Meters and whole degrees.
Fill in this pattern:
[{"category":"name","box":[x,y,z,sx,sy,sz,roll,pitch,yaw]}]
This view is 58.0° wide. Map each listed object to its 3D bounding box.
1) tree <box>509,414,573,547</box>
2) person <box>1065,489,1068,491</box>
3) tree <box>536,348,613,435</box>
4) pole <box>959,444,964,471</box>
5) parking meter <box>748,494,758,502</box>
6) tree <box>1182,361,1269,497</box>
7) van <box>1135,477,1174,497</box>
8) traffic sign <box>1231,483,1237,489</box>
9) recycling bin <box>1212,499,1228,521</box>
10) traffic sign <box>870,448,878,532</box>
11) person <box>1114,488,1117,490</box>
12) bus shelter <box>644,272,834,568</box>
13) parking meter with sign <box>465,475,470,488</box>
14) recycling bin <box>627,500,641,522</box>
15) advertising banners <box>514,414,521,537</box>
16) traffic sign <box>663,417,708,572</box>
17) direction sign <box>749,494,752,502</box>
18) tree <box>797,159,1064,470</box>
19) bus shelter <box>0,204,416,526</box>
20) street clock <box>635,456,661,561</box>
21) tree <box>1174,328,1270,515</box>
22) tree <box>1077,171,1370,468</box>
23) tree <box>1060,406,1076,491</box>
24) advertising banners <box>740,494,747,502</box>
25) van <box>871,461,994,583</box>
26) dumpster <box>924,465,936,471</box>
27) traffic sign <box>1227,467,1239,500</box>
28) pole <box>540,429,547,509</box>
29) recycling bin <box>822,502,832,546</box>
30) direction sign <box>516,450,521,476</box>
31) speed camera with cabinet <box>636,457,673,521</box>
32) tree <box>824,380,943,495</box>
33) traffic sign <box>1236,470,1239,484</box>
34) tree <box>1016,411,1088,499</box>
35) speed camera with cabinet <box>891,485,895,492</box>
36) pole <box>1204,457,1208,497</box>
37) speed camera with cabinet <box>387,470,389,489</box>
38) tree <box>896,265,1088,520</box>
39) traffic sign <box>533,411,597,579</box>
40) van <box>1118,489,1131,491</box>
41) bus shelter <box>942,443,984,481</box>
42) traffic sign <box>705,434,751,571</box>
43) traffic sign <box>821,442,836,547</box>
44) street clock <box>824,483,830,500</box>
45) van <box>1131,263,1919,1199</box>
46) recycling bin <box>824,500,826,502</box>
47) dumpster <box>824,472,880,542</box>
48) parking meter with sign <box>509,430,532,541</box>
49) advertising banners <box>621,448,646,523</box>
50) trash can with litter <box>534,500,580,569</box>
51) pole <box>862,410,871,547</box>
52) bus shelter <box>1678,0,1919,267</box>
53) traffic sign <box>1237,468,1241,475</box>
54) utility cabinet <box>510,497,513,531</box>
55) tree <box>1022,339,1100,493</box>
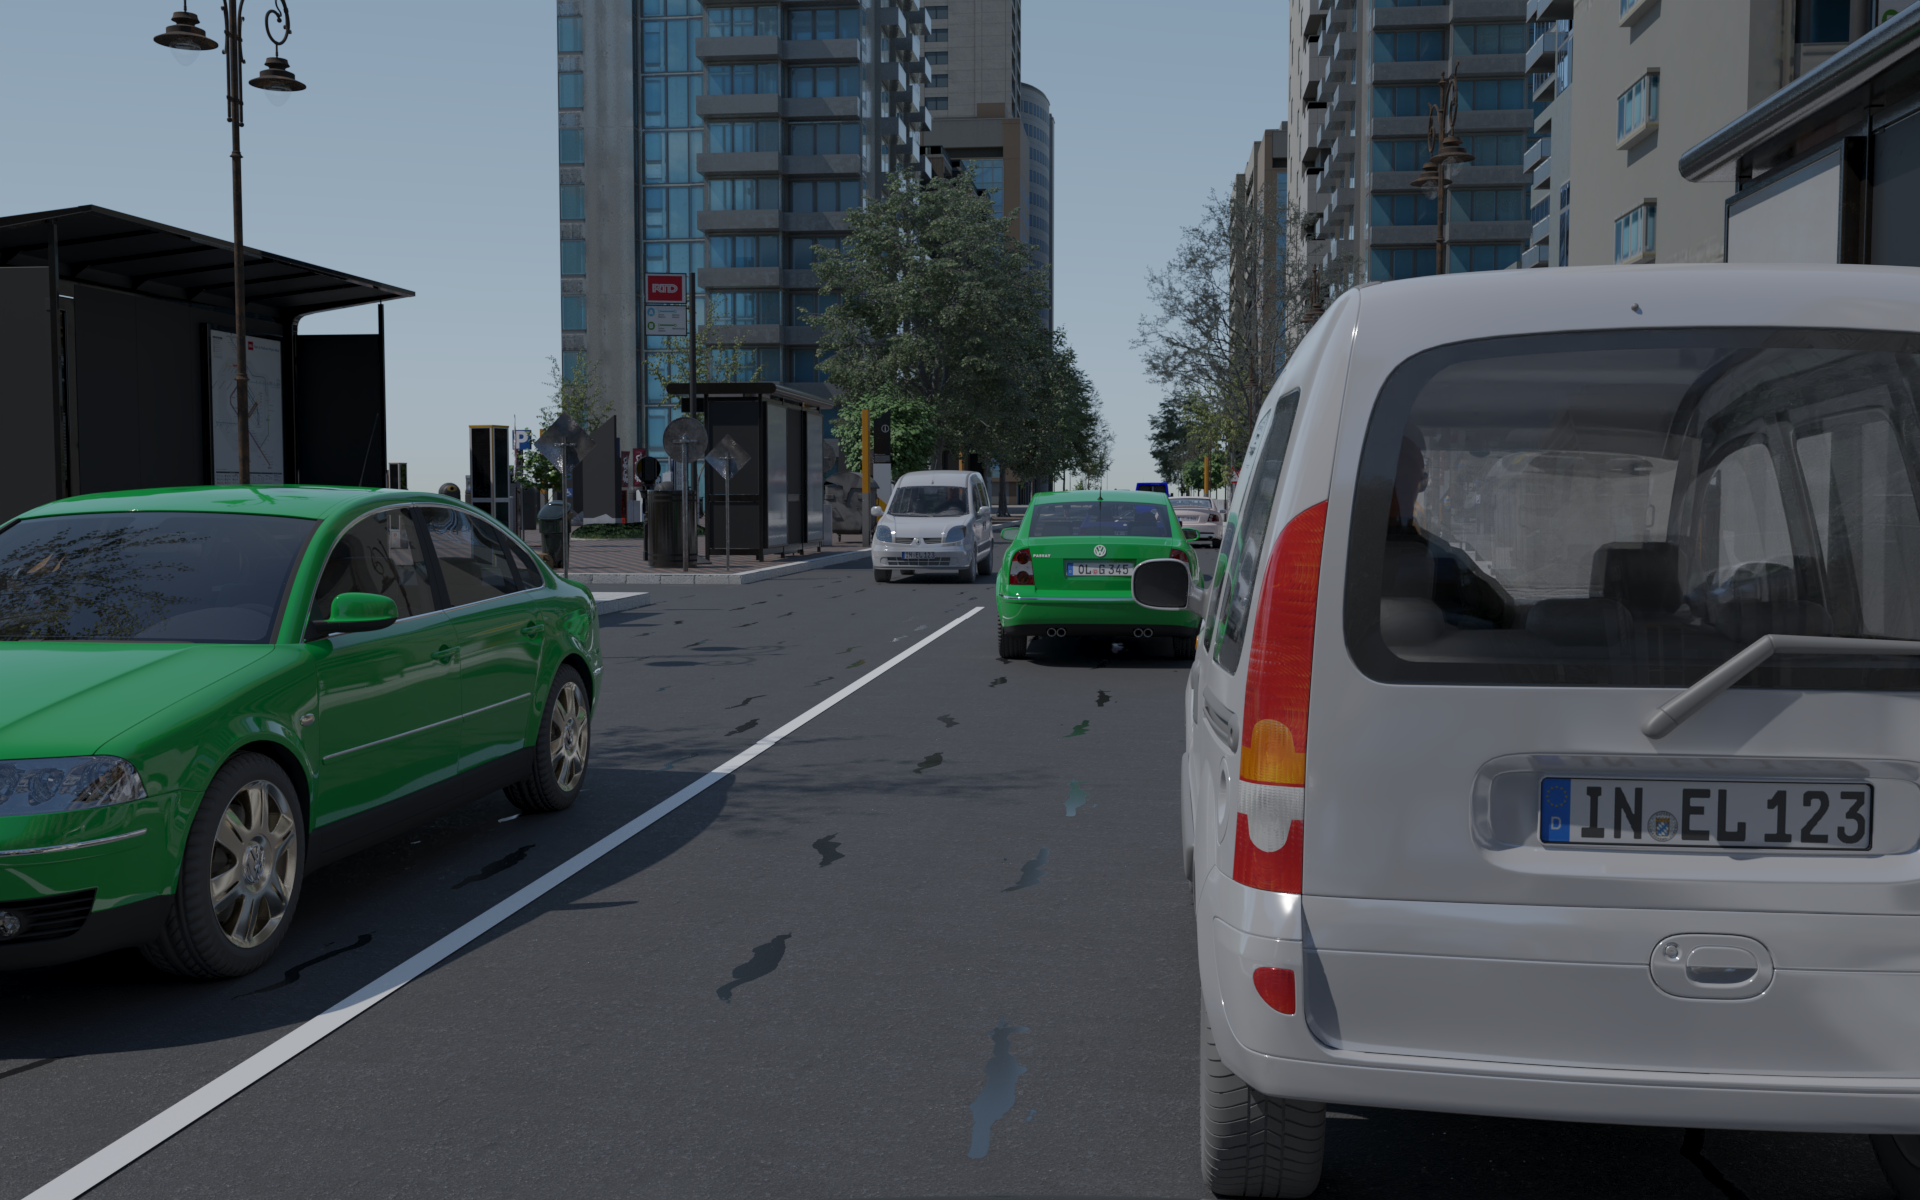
[{"category":"tree","box":[-10.043,-2.912,42.207,1.663,3.219,1.824,0,3,0]},{"category":"person","box":[6.674,-6.003,107.439,1.217,1.735,0.721,-2,4,-29]},{"category":"tree","box":[-19.630,-8.414,87.929,4.737,8.622,4.395,0,3,0]},{"category":"pole","box":[0.072,-4.697,70.637,0.158,3.312,0.155,0,3,0]},{"category":"parking meter","box":[-7.137,-3.143,59.794,0.372,1.533,0.369,0,3,0]},{"category":"tree","box":[14.465,-8.533,89.882,4.360,8.622,3.978,0,3,0]},{"category":"van","box":[10.266,-5.385,92.424,2.240,2.365,5.245,0,4,7]},{"category":"traffic sign","box":[15.451,-5.934,97.127,0.768,2.556,0.104,0,4,7]},{"category":"recycling bin","box":[12.251,-4.215,81.477,0.722,1.027,0.722,2,4,32]},{"category":"traffic sign","box":[-2.324,-2.924,47.915,0.768,2.556,0.104,1,4,12]},{"category":"person","box":[10.397,-6.543,115.607,1.348,1.807,0.705,-1,4,-13]},{"category":"bus shelter","box":[-4.337,-3.448,34.014,2.179,5.291,8.768,0,4,6]},{"category":"parking meter with sign","box":[-19.599,-4.515,70.075,1.738,3.016,0.543,1,4,18]},{"category":"recycling bin","box":[-12.946,-3.398,68.115,0.722,1.027,0.722,-1,4,-13]},{"category":"advertising banners","box":[-9.994,-2.621,39.045,0.090,3.025,2.074,-1,4,-12]},{"category":"traffic sign","box":[-4.533,-1.739,28.536,0.768,2.556,0.104,0,4,8]},{"category":"direction sign","box":[-5.036,-3.039,41.677,0.379,3.537,0.876,1,4,8]},{"category":"tree","box":[-1.003,-9.715,65.497,9.857,13.997,8.962,0,3,0]},{"category":"bus shelter","box":[-7.532,-1.589,17.267,1.731,3.624,6.357,0,4,7]},{"category":"street clock","box":[-5.994,-1.757,33.296,0.471,2.002,0.358,-1,4,-20]},{"category":"tree","box":[11.522,-7.641,75.288,4.737,8.622,4.395,0,3,0]},{"category":"tree","box":[11.450,-9.515,65.934,12.009,13.543,11.850,0,3,0]},{"category":"tree","box":[9.517,-15.251,159.717,12.009,13.543,11.850,0,3,0]},{"category":"advertising banners","box":[-10.010,-5.330,83.332,0.090,3.025,2.074,-3,4,-39]},{"category":"van","box":[-0.413,-1.369,29.391,2.013,2.044,4.112,0,4,7]},{"category":"dumpster","box":[-1.317,-3.355,57.342,1.502,2.255,1.985,0,4,6]},{"category":"traffic sign","box":[12.721,-4.941,80.790,0.884,2.594,0.081,1,4,9]},{"category":"pole","box":[-13.004,-3.686,54.102,0.158,3.312,0.155,0,3,0]},{"category":"recycling bin","box":[-3.637,-1.843,42.694,0.722,1.027,0.722,3,4,37]},{"category":"direction sign","box":[-21.353,-5.623,83.933,0.379,3.537,0.876,0,4,6]},{"category":"speed camera with cabinet","box":[-12.407,-4.728,71.643,0.660,3.252,2.038,3,5,41]},{"category":"tree","box":[-2.124,-4.061,50.113,4.285,4.588,4.351,0,3,0]},{"category":"traffic sign","box":[14.998,-5.680,92.979,0.768,2.556,0.104,0,4,8]},{"category":"tree","box":[4.710,-9.767,110.050,4.737,8.622,4.395,0,3,0]},{"category":"speed camera with cabinet","box":[-2.287,-4.905,74.531,0.660,3.252,2.038,3,5,45]},{"category":"pole","box":[13.417,-6.147,94.343,0.158,3.312,0.155,0,3,0]},{"category":"speed camera with cabinet","box":[-20.709,-4.062,60.754,0.660,3.252,2.038,1,4,9]},{"category":"tree","box":[1.181,-10.289,85.225,9.611,12.733,9.660,0,3,0]},{"category":"traffic sign","box":[-4.803,-1.066,21.076,0.795,2.450,0.064,0,4,7]},{"category":"van","box":[21.039,-13.346,222.584,2.240,2.365,5.245,0,4,8]},{"category":"bus shelter","box":[0.246,-5.195,76.223,1.731,3.624,6.357,0,4,7]},{"category":"traffic sign","box":[-3.892,-1.551,29.009,0.795,2.450,0.064,0,4,7]},{"category":"traffic sign","box":[-3.385,-2.555,41.883,0.768,2.556,0.104,1,4,10]},{"category":"street clock","box":[-8.131,-6.151,105.133,0.471,2.002,0.358,0,4,-1]},{"category":"van","box":[1.473,0.135,4.808,2.013,2.044,4.112,0,4,7]},{"category":"recycling bin","box":[-5.862,-3.719,73.359,0.722,1.027,0.722,0,4,-6]},{"category":"dumpster","box":[-2.876,-2.445,45.735,1.264,1.857,1.865,0,4,6]},{"category":"parking meter with sign","box":[-12.070,-3.050,46.134,0.543,3.016,1.738,1,4,15]},{"category":"advertising banners","box":[-12.946,-4.265,65.926,2.074,3.025,0.090,0,4,4]},{"category":"trash can with litter","box":[-6.999,-1.122,29.724,0.624,1.170,1.055,1,4,11]},{"category":"pole","box":[-2.266,-2.940,41.906,0.158,3.312,0.155,0,3,0]},{"category":"bus shelter","box":[5.232,-1.906,8.797,2.179,5.291,8.768,0,4,7]},{"category":"traffic sign","box":[14.026,-5.300,86.660,0.884,2.594,0.081,1,4,14]},{"category":"utility cabinet","box":[-10.792,-1.809,40.731,0.306,1.237,1.020,-2,4,-31]},{"category":"tree","box":[5.299,-12.401,120.878,7.486,12.596,7.792,0,3,0]}]
